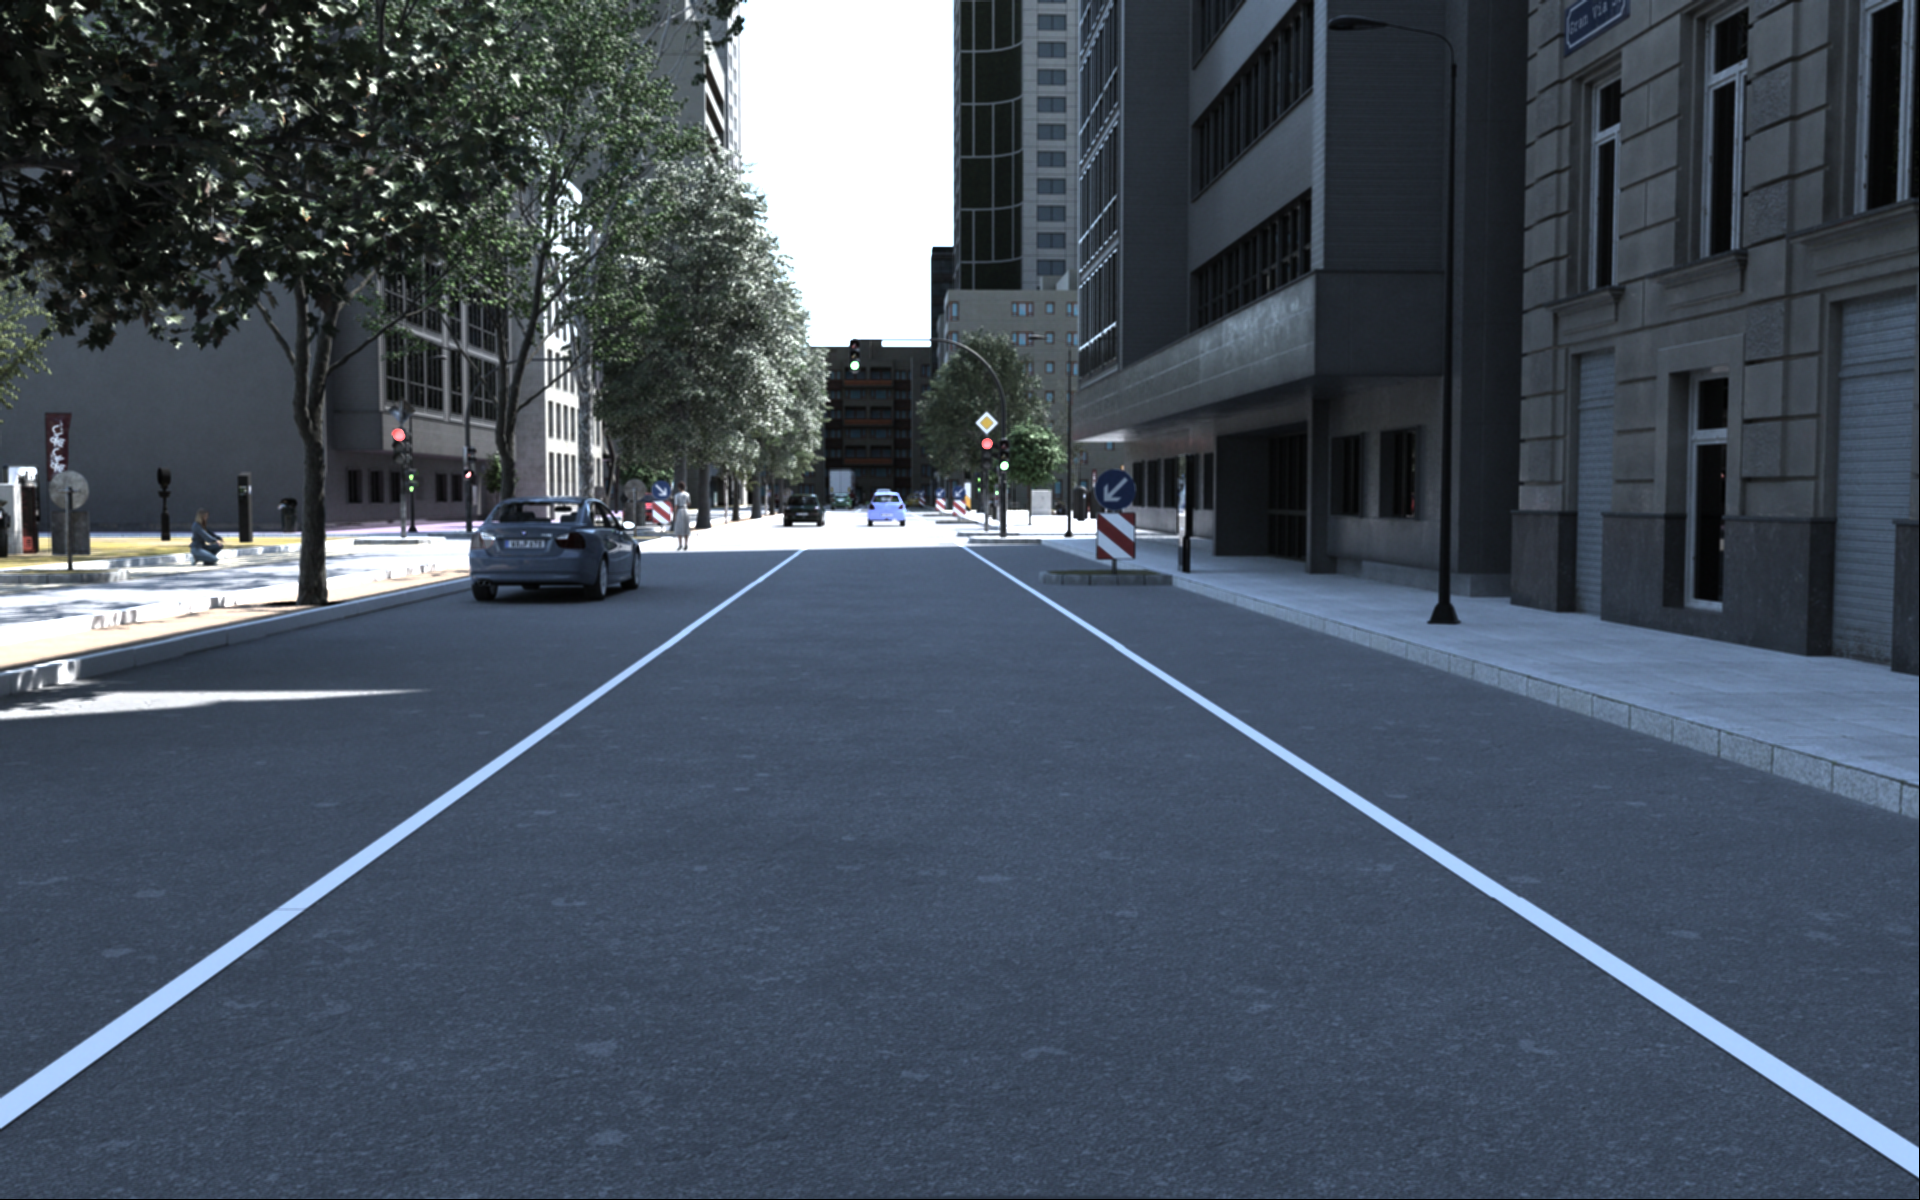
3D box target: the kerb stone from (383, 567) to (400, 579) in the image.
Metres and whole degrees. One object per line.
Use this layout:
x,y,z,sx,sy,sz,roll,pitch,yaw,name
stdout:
-9.689,-0.429,29.215,0.120,0.150,1.000,0,4,-3,kerb stone

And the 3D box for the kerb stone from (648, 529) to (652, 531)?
-11.149,-2.404,61.501,0.120,0.150,1.000,0,4,-3,kerb stone

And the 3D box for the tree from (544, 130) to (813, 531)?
-10.070,-9.330,61.651,9.857,13.997,8.962,0,3,0,tree

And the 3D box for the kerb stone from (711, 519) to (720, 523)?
-12.301,-3.966,87.136,0.120,0.150,1.000,0,4,-3,kerb stone

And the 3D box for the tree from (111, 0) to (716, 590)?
-8.336,-6.337,31.819,9.928,11.665,9.643,0,3,0,tree

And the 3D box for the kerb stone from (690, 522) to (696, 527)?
-11.839,-3.345,76.885,0.120,0.150,1.000,0,4,-3,kerb stone

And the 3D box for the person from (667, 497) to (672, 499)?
-19.231,-6.410,113.859,0.519,1.759,0.362,1,4,13,person

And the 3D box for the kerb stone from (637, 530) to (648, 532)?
-11.095,-2.341,60.471,0.120,0.150,1.000,0,4,-3,kerb stone

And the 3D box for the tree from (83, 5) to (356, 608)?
-8.211,-5.724,21.805,9.928,11.665,9.643,0,3,0,tree

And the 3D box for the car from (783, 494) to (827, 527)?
-6.943,-4.133,77.360,2.009,1.686,4.222,0,4,-2,car

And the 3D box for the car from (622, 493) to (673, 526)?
-14.345,-4.318,79.642,2.155,1.783,4.494,0,4,-1,car

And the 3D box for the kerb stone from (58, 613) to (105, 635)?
-9.186,0.263,17.964,0.120,0.150,1.000,0,4,-3,kerb stone

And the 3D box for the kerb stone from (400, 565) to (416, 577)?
-9.737,-0.492,30.240,0.120,0.150,1.000,0,4,-3,kerb stone

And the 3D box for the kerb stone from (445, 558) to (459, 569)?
-9.871,-0.680,33.307,0.120,0.150,1.000,0,4,-3,kerb stone

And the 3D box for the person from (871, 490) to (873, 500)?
-8.311,-9.544,164.483,0.705,1.831,1.348,0,4,-6,person

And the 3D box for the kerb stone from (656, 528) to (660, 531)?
-11.239,-2.530,63.553,0.120,0.150,1.000,0,4,-3,kerb stone

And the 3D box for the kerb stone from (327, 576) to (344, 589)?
-9.548,-0.236,26.140,0.120,0.150,1.000,0,4,-3,kerb stone

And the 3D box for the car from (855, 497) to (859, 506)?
-13.098,-11.909,207.075,2.083,1.381,4.827,0,4,-3,car

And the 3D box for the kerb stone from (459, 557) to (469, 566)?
-9.922,-0.742,34.327,0.120,0.150,1.000,0,4,-3,kerb stone

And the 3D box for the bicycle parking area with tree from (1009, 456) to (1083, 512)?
6.453,-8.774,130.460,8.231,4.147,9.016,2,4,35,bicycle parking area with tree

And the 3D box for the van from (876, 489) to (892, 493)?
-6.590,-8.714,149.488,2.013,2.044,4.112,0,4,-3,van

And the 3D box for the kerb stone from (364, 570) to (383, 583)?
-9.644,-0.367,28.194,0.120,0.150,1.000,0,4,-3,kerb stone

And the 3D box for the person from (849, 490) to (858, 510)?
-9.898,-9.231,159.362,0.705,1.831,1.348,-3,5,-40,person

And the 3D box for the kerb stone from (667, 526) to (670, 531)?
-11.381,-2.717,66.637,0.120,0.150,1.000,0,4,-3,kerb stone

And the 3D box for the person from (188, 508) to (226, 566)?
-14.956,-1.257,34.554,0.738,1.151,1.012,0,4,-5,person

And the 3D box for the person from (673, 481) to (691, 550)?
-7.113,-2.145,44.144,0.480,1.755,0.524,-3,5,-41,person

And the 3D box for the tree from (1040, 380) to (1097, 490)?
7.035,-9.713,109.168,4.360,8.622,3.978,0,3,0,tree

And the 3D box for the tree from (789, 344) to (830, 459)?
-11.512,-9.852,89.289,9.928,11.665,9.643,0,3,0,tree

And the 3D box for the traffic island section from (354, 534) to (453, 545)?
-16.137,-1.707,50.184,2.009,0.180,2.903,0,4,-3,traffic island section

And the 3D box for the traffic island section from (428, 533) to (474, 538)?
-16.497,-2.195,58.161,2.009,0.180,2.903,0,4,-3,traffic island section

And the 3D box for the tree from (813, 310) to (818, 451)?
-10.672,-9.936,71.572,9.857,13.997,8.962,0,3,0,tree

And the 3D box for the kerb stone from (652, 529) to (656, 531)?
-11.185,-2.460,62.526,0.120,0.150,1.000,0,4,-3,kerb stone

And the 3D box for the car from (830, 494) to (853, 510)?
-10.647,-8.800,155.675,2.131,1.459,4.920,0,4,-2,car

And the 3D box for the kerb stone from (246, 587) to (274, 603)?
-9.415,-0.054,23.076,0.120,0.150,1.000,0,4,-3,kerb stone

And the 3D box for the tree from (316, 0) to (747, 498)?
-10.526,-11.308,43.234,12.611,20.169,13.585,0,3,0,tree

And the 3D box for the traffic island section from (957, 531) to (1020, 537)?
0.927,-2.242,58.938,2.009,0.180,2.903,0,4,-3,traffic island section

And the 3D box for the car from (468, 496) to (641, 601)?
-5.698,-0.771,24.616,2.014,1.417,4.499,0,4,-1,car

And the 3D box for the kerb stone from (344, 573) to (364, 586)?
-9.603,-0.300,27.165,0.120,0.150,1.000,0,4,-3,kerb stone

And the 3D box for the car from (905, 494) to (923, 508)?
-4.788,-10.480,181.564,2.015,1.641,3.980,0,4,-3,car

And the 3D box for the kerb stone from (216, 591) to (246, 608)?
-9.371,0.009,22.055,0.120,0.150,1.000,0,4,-3,kerb stone

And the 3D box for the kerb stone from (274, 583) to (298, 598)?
-9.467,-0.116,24.097,0.120,0.150,1.000,0,4,-3,kerb stone

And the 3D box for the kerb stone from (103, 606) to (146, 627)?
-9.234,0.196,18.993,0.120,0.150,1.000,0,4,-3,kerb stone

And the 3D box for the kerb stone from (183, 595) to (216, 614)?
-9.320,0.071,21.035,0.120,0.150,1.000,0,4,-3,kerb stone

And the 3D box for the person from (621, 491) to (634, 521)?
-13.509,-3.848,70.780,0.474,1.900,0.648,2,4,28,person

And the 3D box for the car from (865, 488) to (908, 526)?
-3.313,-4.179,77.910,1.945,1.707,3.694,0,4,-3,car

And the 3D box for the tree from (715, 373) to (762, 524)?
-10.943,-7.838,80.965,4.737,8.622,4.395,0,3,0,tree

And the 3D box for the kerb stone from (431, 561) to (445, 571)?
-9.830,-0.616,32.285,0.120,0.150,1.000,0,4,-3,kerb stone

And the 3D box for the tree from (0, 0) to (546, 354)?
-8.141,-5.654,11.915,9.611,12.733,9.660,0,3,0,tree

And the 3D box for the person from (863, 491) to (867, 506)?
-11.337,-12.076,205.951,0.705,1.824,1.348,-1,4,-21,person

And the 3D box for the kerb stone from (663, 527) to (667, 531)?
-11.329,-2.656,65.616,0.120,0.150,1.000,0,4,-3,kerb stone

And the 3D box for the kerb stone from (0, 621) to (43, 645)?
-9.152,0.321,16.943,0.120,0.150,1.000,0,4,-3,kerb stone

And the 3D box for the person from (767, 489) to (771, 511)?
-15.832,-8.261,143.436,0.599,1.838,0.709,-3,5,-44,person

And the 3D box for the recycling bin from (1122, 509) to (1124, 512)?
9.686,-5.278,98.845,0.722,1.027,0.722,2,4,33,recycling bin

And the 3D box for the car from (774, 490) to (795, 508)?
-17.818,-10.316,177.337,2.281,1.827,5.304,0,4,-2,car

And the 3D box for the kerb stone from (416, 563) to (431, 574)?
-9.788,-0.554,31.261,0.120,0.150,1.000,0,4,-3,kerb stone

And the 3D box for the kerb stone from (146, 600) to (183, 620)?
-9.278,0.134,20.014,0.120,0.150,1.000,0,4,-3,kerb stone

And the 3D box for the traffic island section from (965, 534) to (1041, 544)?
1.287,-1.754,50.961,2.009,0.180,2.903,0,4,-3,traffic island section
